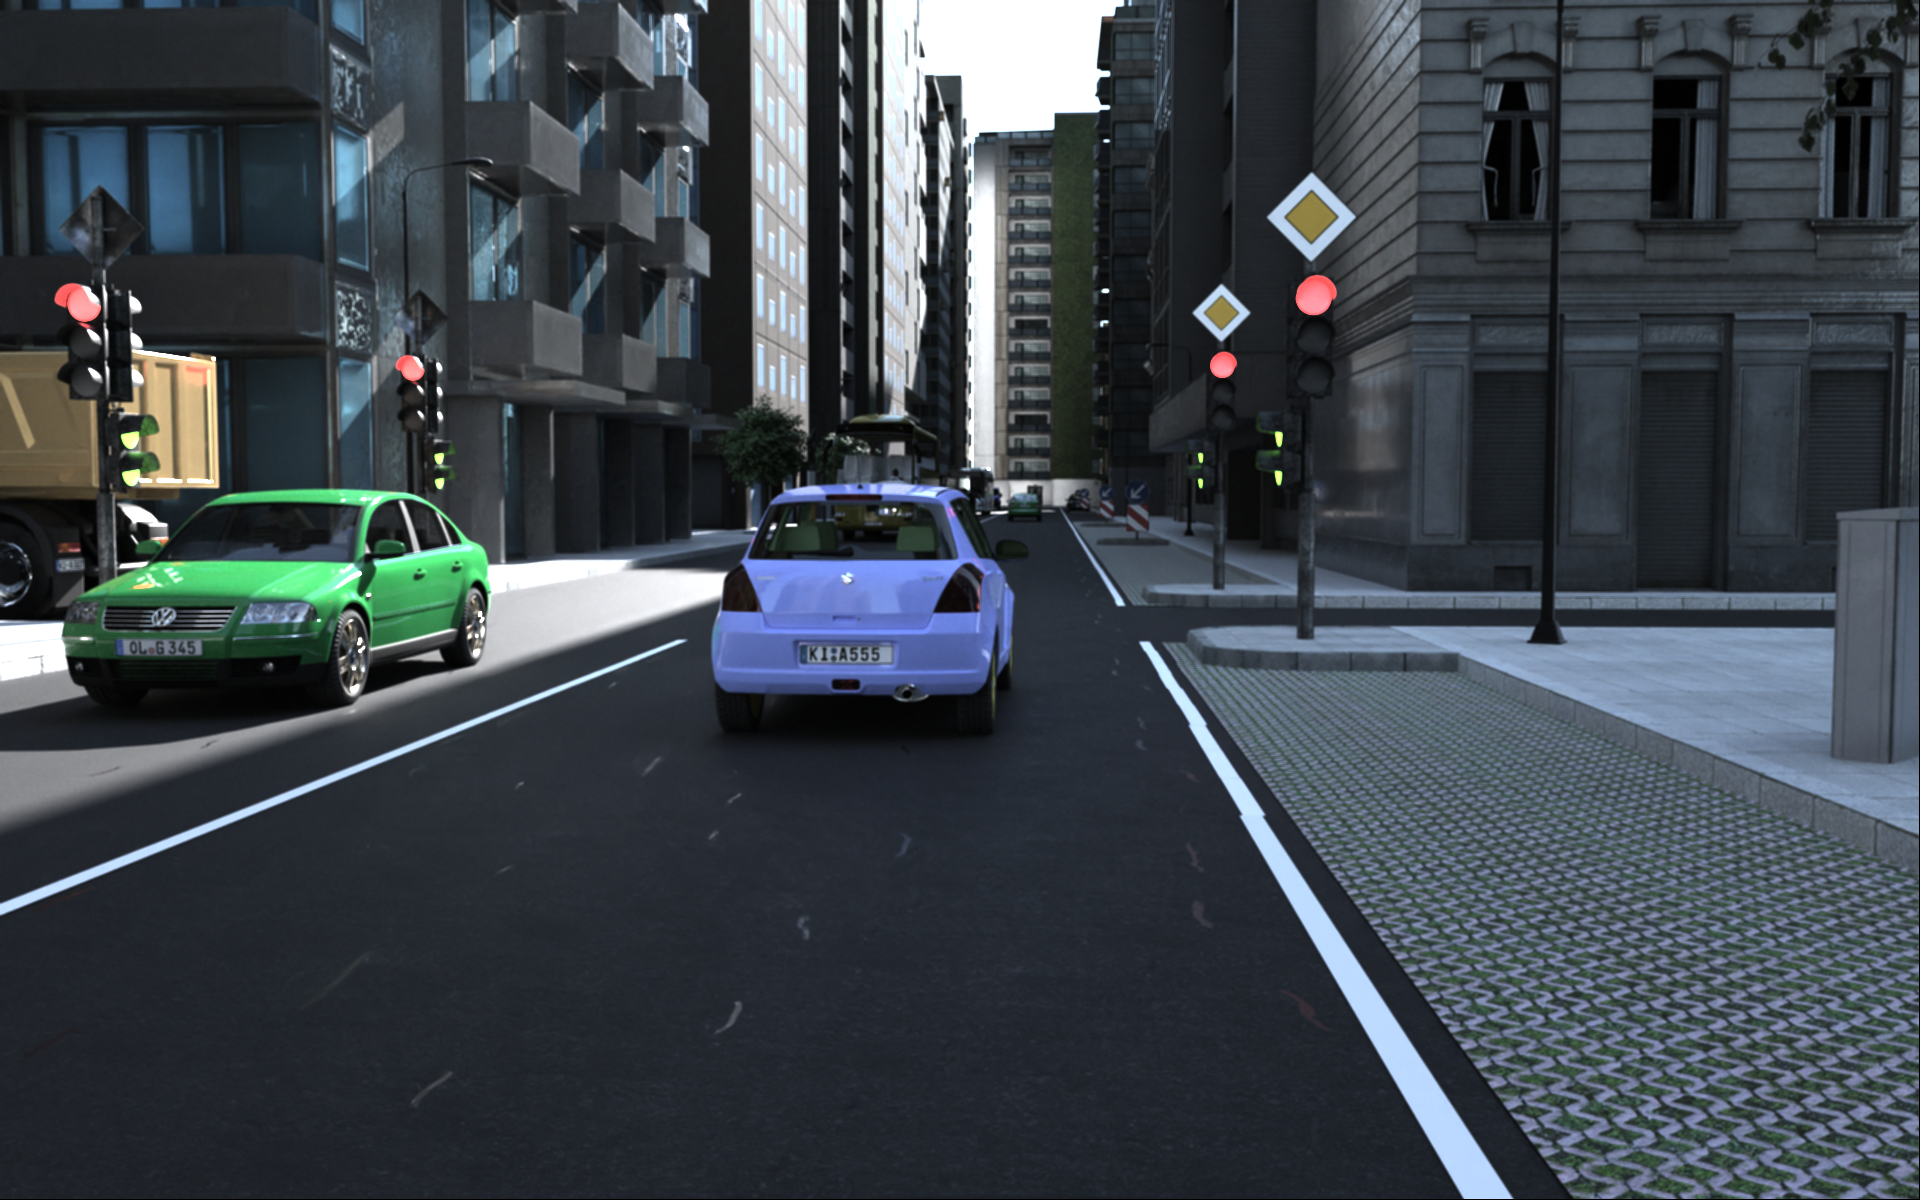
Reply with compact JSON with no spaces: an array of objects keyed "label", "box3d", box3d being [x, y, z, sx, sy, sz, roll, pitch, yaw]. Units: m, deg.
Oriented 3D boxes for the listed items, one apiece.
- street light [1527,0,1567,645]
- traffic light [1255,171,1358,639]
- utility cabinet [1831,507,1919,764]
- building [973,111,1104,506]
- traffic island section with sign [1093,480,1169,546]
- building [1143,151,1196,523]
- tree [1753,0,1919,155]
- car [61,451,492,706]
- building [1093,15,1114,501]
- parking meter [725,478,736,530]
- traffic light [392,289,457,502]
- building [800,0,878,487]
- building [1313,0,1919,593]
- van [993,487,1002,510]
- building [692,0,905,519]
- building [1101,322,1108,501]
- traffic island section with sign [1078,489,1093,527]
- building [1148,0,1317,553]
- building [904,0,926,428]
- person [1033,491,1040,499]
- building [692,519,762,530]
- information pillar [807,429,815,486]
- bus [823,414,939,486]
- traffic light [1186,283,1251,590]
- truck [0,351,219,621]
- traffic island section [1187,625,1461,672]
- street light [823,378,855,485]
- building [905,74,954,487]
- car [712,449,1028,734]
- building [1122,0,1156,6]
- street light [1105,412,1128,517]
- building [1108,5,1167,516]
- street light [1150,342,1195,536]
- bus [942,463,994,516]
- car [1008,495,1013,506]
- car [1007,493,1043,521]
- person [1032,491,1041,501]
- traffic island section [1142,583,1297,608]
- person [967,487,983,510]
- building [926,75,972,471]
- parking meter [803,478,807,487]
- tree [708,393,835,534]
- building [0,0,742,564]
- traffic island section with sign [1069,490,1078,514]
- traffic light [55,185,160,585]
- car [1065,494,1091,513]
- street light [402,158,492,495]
[{"label":"street light","box3d":[4.527,-2.585,14.799,1.470,5.913,1.316,0,4,3]},{"label":"traffic light","box3d":[3.045,-1.610,15.246,0.839,4.253,0.868,0,4,3]},{"label":"utility cabinet","box3d":[4.687,0.154,8.638,1.020,1.237,0.306,-3,5,-44]},{"label":"building","box3d":[8.444,-30.902,188.849,14.086,41.232,14.154,0,4,3]},{"label":"traffic island section with sign","box3d":[4.860,-2.460,48.841,1.989,1.847,2.006,0,4,3]},{"label":"building","box3d":[15.867,-15.963,80.087,14.460,24.649,34.723,0,4,3]},{"label":"tree","box3d":[4.744,-3.471,7.106,4.360,8.622,3.978,0,3,0]},{"label":"car","box3d":[-4.955,-0.265,13.127,1.959,1.807,4.718,0,4,1]},{"label":"building","box3d":[23.447,-30.817,158.481,22.147,44.769,28.867,0,4,3]},{"label":"parking meter","box3d":[-8.136,-3.408,61.427,0.255,1.863,0.399,2,4,27]},{"label":"traffic light","box3d":[-7.381,-2.132,23.774,0.839,4.253,0.868,0,4,3]},{"label":"building","box3d":[-11.994,-19.504,90.592,14.160,30.474,14.107,0,4,3]},{"label":"building","box3d":[15.025,-10.836,26.322,18.267,20.994,9.793,0,4,3]},{"label":"van","box3d":[2.691,-9.285,156.191,2.240,2.365,5.245,0,4,2]},{"label":"building","box3d":[-10.889,-27.869,105.764,14.600,45.320,14.200,0,4,3]},{"label":"building","box3d":[30.524,-21.407,195.050,28.899,21.520,27.650,0,4,3]},{"label":"traffic island section with sign","box3d":[6.286,-4.109,75.804,1.989,1.847,2.006,0,4,3]},{"label":"building","box3d":[13.219,-13.993,47.851,14.314,24.678,30.058,0,4,3]},{"label":"building","box3d":[-16.618,-32.871,126.675,28.713,52.752,27.495,0,4,3]},{"label":"person","box3d":[6.705,-8.960,155.710,1.217,1.736,0.721,2,4,27]},{"label":"building","box3d":[-13.894,-25.565,68.096,14.600,45.320,14.200,0,4,3]},{"label":"information pillar","box3d":[-5.312,-4.319,61.974,0.183,3.616,0.504,1,4,23]},{"label":"bus","box3d":[-2.298,-4.004,57.009,2.896,3.916,12.252,0,4,3]},{"label":"traffic light","box3d":[3.466,-2.098,23.220,0.839,4.253,0.868,0,4,3]},{"label":"truck","box3d":[-14.015,-1.499,20.433,9.791,3.379,3.469,0,4,5]},{"label":"traffic island section","box3d":[3.084,0.423,15.357,2.009,0.180,2.903,0,4,3]},{"label":"street light","box3d":[-4.900,-5.916,69.271,1.470,5.913,1.316,0,4,3]},{"label":"building","box3d":[-12.805,-28.586,159.262,23.993,40.220,32.217,0,4,3]},{"label":"car","box3d":[-0.523,-0.129,11.695,1.945,1.707,3.694,0,4,4]},{"label":"building","box3d":[23.371,-31.125,128.502,23.786,49.044,30.456,0,4,3]},{"label":"street light","box3d":[8.858,-7.646,97.554,1.470,5.913,1.316,0,4,3]},{"label":"building","box3d":[16.166,-20.471,106.398,14.160,30.474,14.107,0,4,3]},{"label":"street light","box3d":[6.508,-4.930,53.151,1.470,5.913,1.316,0,4,3]},{"label":"bus","box3d":[0.717,-7.567,118.581,2.948,3.499,13.247,0,4,4]},{"label":"car","box3d":[4.633,-7.372,132.893,2.083,1.381,4.827,0,4,2]},{"label":"car","box3d":[3.458,-5.104,92.251,1.959,1.807,4.718,0,4,2]},{"label":"person","box3d":[6.803,-8.816,153.446,0.742,1.727,0.445,-1,4,-22]},{"label":"traffic island section","box3d":[3.505,-0.064,23.332,2.009,0.180,2.903,0,4,3]},{"label":"person","box3d":[0.763,-5.698,101.299,1.348,1.869,0.705,-3,4,-36]},{"label":"building","box3d":[-9.739,-34.835,193.255,21.600,48.544,21.300,0,4,3]},{"label":"parking meter","box3d":[-5.563,-3.557,63.866,0.399,1.863,0.255,-1,4,-15]},{"label":"tree","box3d":[-6.460,-4.446,56.399,4.285,4.588,4.351,0,3,0]},{"label":"building","box3d":[-18.218,-25.583,37.896,23.786,49.044,30.456,0,4,3]},{"label":"traffic island section with sign","box3d":[8.878,-7.117,124.982,1.989,1.847,2.006,0,4,3]},{"label":"traffic light","box3d":[-7.802,-1.644,15.800,0.839,4.253,0.868,0,4,3]},{"label":"car","box3d":[9.158,-7.616,134.311,2.009,1.686,4.222,0,4,2]},{"label":"street light","box3d":[-7.157,-3.155,24.118,1.470,5.913,1.316,0,4,3]}]
